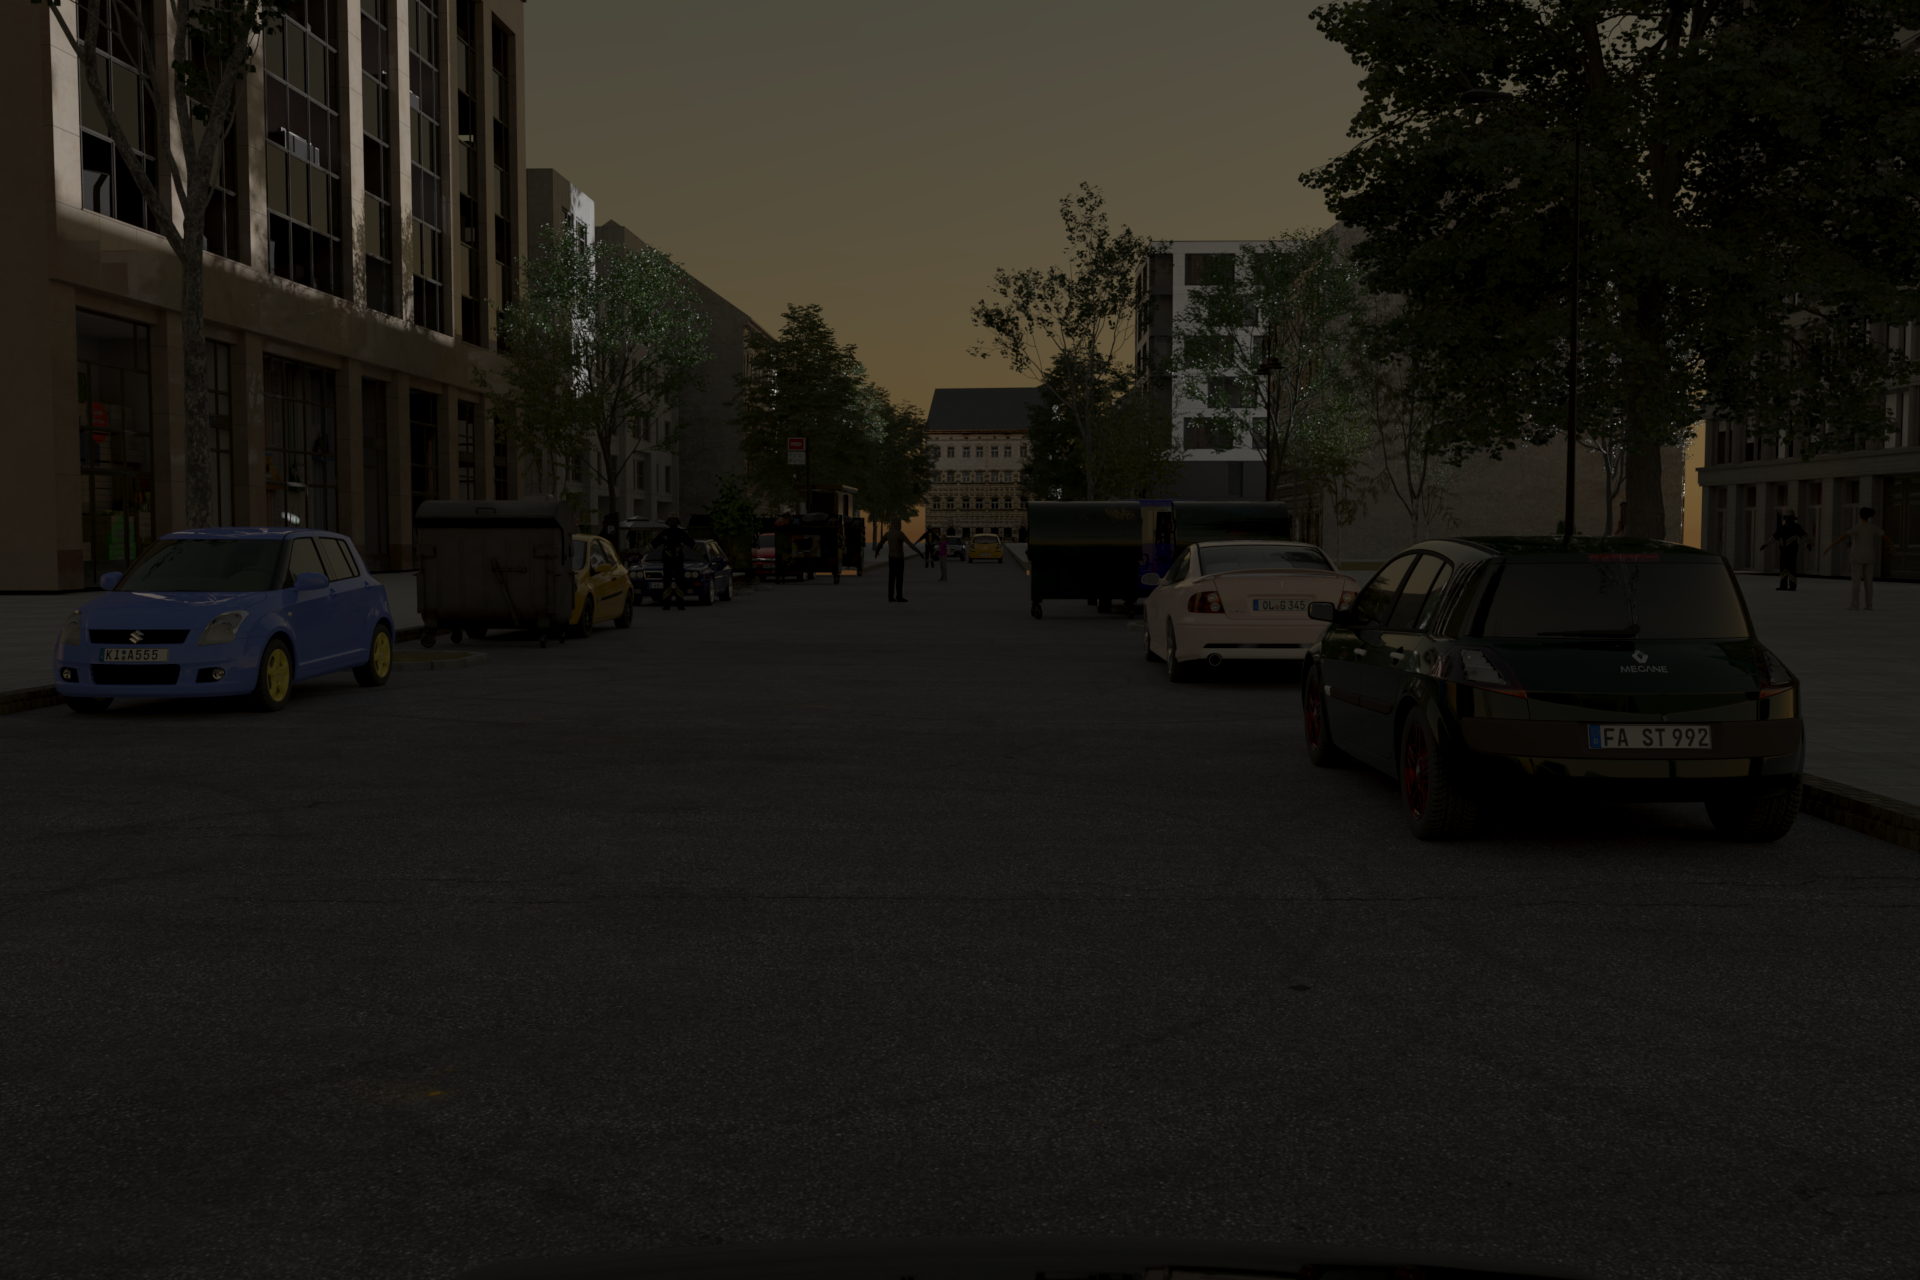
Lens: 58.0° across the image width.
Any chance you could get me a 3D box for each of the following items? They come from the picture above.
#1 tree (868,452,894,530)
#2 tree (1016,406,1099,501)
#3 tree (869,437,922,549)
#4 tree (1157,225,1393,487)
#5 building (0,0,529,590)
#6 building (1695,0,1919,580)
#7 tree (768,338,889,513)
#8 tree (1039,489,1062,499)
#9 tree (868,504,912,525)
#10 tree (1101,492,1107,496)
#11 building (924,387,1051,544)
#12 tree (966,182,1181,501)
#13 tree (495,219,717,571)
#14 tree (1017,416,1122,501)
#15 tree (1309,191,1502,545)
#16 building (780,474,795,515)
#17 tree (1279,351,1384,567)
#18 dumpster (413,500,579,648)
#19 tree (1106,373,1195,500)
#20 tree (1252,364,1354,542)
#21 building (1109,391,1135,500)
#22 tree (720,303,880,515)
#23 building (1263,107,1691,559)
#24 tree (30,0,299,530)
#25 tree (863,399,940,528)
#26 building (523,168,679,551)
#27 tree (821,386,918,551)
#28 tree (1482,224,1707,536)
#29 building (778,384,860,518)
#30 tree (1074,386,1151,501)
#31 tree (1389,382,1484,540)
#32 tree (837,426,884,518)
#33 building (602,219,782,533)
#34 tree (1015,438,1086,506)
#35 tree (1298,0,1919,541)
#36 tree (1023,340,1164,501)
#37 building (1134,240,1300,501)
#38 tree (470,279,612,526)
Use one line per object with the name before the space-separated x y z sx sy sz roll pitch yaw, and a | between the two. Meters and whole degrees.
tree | -6.971 -11.790 143.120 4.737 8.622 4.395 0 3 0
tree | 8.261 -12.839 135.674 9.928 11.665 9.643 0 3 0
tree | -7.005 -13.258 151.186 8.767 10.594 7.601 1 4 16
tree | 10.552 -8.092 58.054 9.928 11.665 9.643 0 3 0
building | -29.239 -17.536 52.929 22.709 31.103 35.509 0 4 2
building | 28.580 -12.393 49.301 8.464 21.280 15.925 0 4 1
tree | -7.721 -11.111 99.789 7.486 12.596 7.792 0 3 0
tree | 8.502 -13.048 163.695 4.360 8.622 3.978 0 3 0
tree | -10.220 -19.645 255.607 7.601 10.594 8.767 0 4 -1
tree | 20.472 -19.762 257.515 7.601 10.594 8.767 0 4 8
building | 5.247 -25.979 258.148 18.063 23.208 19.493 1 4 9
tree | 6.364 -14.695 96.159 12.611 20.169 13.585 0 3 0
tree | -11.811 -8.100 58.183 9.928 11.665 9.643 0 3 0
tree | 8.316 -11.704 125.778 8.767 10.594 7.601 0 4 0
tree | 9.432 -5.217 35.662 4.360 8.622 3.978 0 3 0
building | -21.624 -15.063 188.429 9.099 9.664 28.070 0 4 0
tree | 14.479 -7.127 66.889 4.737 8.622 4.395 0 3 0
dumpster | -5.920 -0.852 22.150 1.865 1.857 1.264 0 4 1
tree | 8.838 -7.846 78.649 4.737 8.622 4.395 0 3 0
tree | 14.468 -7.645 75.364 4.360 8.622 3.978 0 3 0
building | 27.500 -22.851 204.536 19.493 23.208 18.063 0 4 1
tree | -7.846 -10.209 85.052 7.486 12.596 7.792 0 3 0
building | 28.134 -16.310 97.596 19.493 23.208 18.063 0 4 2
tree | -13.061 -10.387 25.710 12.611 20.169 13.585 0 3 0
tree | -6.497 -15.807 165.102 9.857 13.997 8.962 0 3 0
building | -27.595 -14.284 99.998 16.747 18.905 31.486 0 4 2
tree | -6.969 -13.142 132.991 7.486 12.596 7.792 0 3 0
tree | 24.658 -9.470 65.201 12.009 13.543 11.850 0 3 0
building | -22.081 -21.592 219.493 16.747 18.905 31.486 0 4 1
tree | 7.746 -8.264 85.485 4.737 8.622 4.395 0 3 0
tree | 20.915 -7.798 77.867 4.360 8.622 3.978 0 3 0
tree | -7.138 -10.041 114.540 4.737 8.622 4.395 0 3 0
building | -24.105 -18.322 130.485 19.493 23.208 18.063 0 4 1
tree | 8.299 -13.491 154.987 7.601 10.594 8.767 -2 4 -27
tree | 9.279 -7.139 23.384 9.857 13.997 8.962 0 3 0
tree | 8.580 -12.624 113.062 9.857 13.997 8.962 0 3 0
building | 27.557 -17.918 136.932 27.936 21.610 32.646 0 4 1
tree | -11.897 -6.080 49.765 4.737 8.622 4.395 0 3 0
